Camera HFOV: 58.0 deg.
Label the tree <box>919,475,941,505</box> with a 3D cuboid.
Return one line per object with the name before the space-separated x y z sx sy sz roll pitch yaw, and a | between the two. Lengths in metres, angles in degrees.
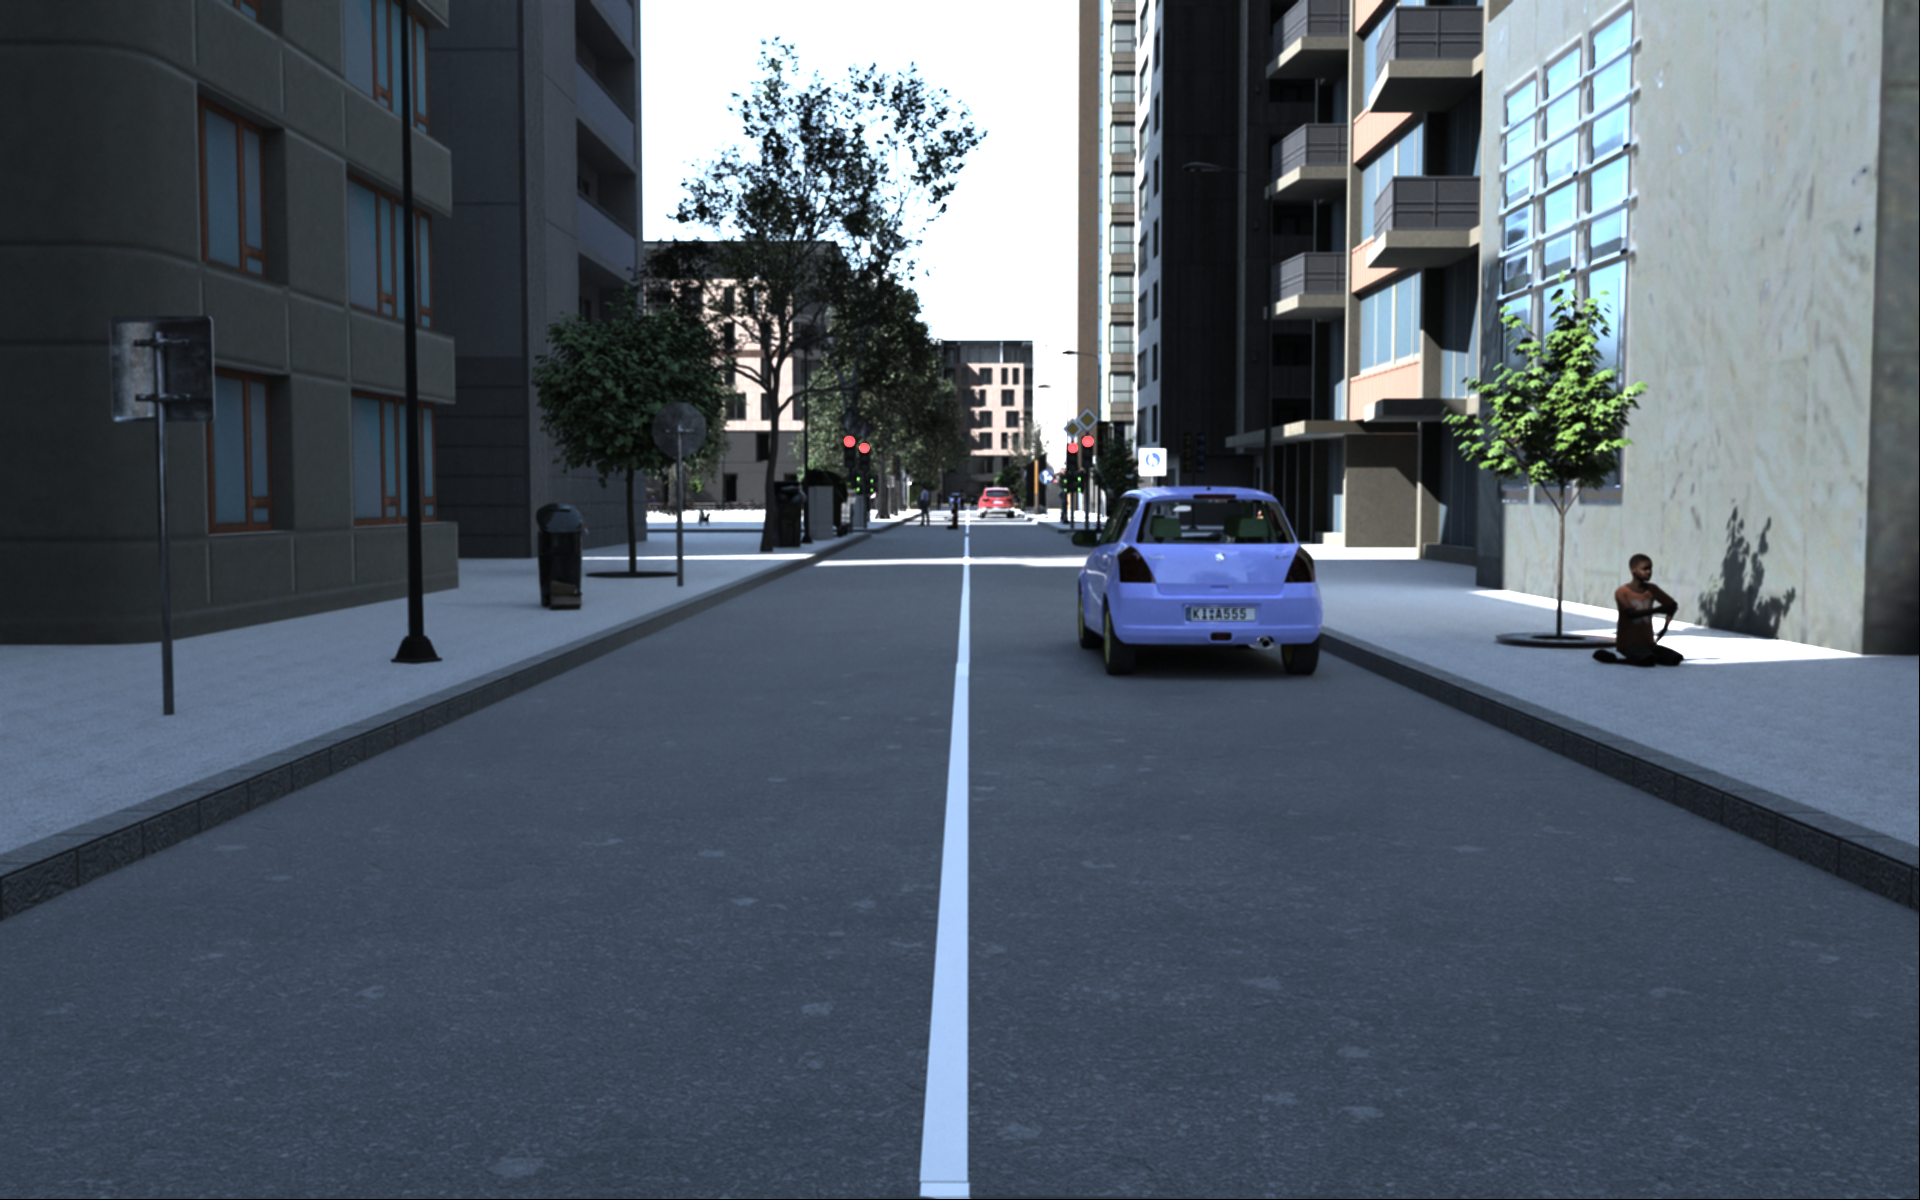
tree | -3.751 -13.756 208.624 4.285 4.588 4.351 0 3 0

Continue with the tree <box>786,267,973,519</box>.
tree | -4.052 -10.449 87.845 9.611 12.733 9.660 0 3 0

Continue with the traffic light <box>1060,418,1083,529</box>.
traffic light | 4.152 -4.608 64.257 0.839 4.253 0.868 0 4 0

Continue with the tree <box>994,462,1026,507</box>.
tree | 5.301 -11.816 176.903 4.285 4.588 4.351 0 3 0

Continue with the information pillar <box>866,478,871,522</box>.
information pillar | -4.331 -4.680 81.005 0.304 2.012 0.304 0 4 -1

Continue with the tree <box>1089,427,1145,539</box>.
tree | 4.646 -3.374 49.773 1.663 3.219 1.824 0 3 0

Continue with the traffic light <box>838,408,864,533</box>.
traffic light | -3.548 -4.121 56.294 0.839 4.253 0.868 0 4 0

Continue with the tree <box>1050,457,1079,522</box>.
tree | 5.209 -5.170 79.126 1.663 3.219 1.824 0 3 0

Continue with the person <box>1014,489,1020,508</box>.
person | 5.569 -9.644 164.436 1.217 1.736 0.721 -1 4 -12

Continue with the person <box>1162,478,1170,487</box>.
person | 6.606 -3.027 55.686 0.875 1.805 0.789 0 4 -8

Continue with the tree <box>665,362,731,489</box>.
tree | -13.611 -8.221 84.769 4.360 8.622 3.978 0 3 0

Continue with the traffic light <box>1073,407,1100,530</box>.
traffic light | 4.113 -4.119 56.272 0.839 4.253 0.868 0 4 0

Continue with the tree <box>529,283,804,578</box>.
tree | -5.151 -2.661 27.221 4.285 4.588 4.351 0 3 0

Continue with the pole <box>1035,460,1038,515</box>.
pole | 4.574 -6.724 103.778 0.158 3.312 0.155 0 3 0

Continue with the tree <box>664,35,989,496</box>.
tree | -5.513 -13.256 72.632 12.611 20.169 13.585 0 3 0

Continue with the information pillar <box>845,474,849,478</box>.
information pillar | -4.201 -3.622 63.719 0.304 2.012 0.304 3 5 41

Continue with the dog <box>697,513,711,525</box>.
dog | -10.475 -3.307 70.906 0.406 0.507 0.540 1 4 9

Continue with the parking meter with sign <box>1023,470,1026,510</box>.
parking meter with sign | 4.919 -8.074 128.273 0.543 3.016 1.738 0 4 0

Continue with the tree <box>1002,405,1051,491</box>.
tree | 5.714 -11.791 143.146 4.360 8.622 3.978 0 3 0

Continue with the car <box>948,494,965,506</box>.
car | -0.427 -11.883 203.873 1.945 1.707 3.694 0 4 -2

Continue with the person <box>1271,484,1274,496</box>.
person | 6.892 -1.855 38.833 0.387 1.526 0.523 2 4 28

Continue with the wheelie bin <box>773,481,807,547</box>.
wheelie bin | -4.161 -2.083 41.965 0.980 1.594 0.693 -2 4 -24

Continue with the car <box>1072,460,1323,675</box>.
car | 1.968 -0.333 15.033 1.945 1.707 3.694 0 4 -1

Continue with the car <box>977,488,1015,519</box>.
car | 2.138 -5.731 102.373 2.281 1.827 5.304 0 4 -1

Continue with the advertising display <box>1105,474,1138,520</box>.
advertising display | 4.852 -2.865 52.054 0.974 1.923 0.123 1 4 21

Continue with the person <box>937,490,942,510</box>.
person | -1.778 -8.833 153.368 0.683 1.767 0.568 3 5 39

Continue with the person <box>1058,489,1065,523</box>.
person | 4.573 -4.258 76.387 0.376 1.734 0.841 2 4 24

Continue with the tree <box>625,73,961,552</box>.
tree | -3.966 -6.348 38.207 7.601 10.594 8.767 0 4 4

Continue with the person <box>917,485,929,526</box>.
person | -1.701 -4.264 78.077 0.599 1.838 0.709 2 4 35

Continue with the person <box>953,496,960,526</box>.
person | -0.154 -3.998 77.777 0.340 1.345 0.435 -1 4 -9

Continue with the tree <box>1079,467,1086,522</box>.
tree | 5.986 -4.557 69.104 1.663 3.219 1.824 0 3 0

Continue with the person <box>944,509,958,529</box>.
person | -0.347 -3.280 70.408 0.655 0.850 0.859 1 4 9

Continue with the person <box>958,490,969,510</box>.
person | 0.192 -8.778 152.023 1.348 1.823 0.705 2 4 33

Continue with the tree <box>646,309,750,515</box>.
tree | -17.343 -11.434 103.961 9.611 12.733 9.660 0 3 0

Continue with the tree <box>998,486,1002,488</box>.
tree | 5.449 -13.145 209.529 1.663 3.219 1.824 0 3 0

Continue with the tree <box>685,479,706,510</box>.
tree | -21.184 -8.810 138.646 1.663 3.219 1.824 0 3 0

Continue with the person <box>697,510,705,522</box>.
person | -11.849 -3.849 79.444 0.357 0.543 0.381 -3 4 -39

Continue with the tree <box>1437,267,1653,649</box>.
tree | 5.206 -1.242 14.904 1.663 3.219 1.824 0 3 0

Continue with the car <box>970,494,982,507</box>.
car | 2.121 -11.614 199.682 2.009 1.686 4.222 0 3 0

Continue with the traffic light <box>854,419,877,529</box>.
traffic light | -3.509 -4.609 64.279 0.839 4.253 0.868 0 4 0

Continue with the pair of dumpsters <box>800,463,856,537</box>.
pair of dumpsters | -4.091 -3.111 53.362 1.574 2.255 4.437 0 4 0

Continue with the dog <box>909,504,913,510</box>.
dog | -3.926 -7.349 136.988 0.406 0.507 0.540 0 4 5

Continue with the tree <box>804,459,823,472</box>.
tree | -10.779 -9.160 133.485 4.285 4.588 4.351 0 3 0

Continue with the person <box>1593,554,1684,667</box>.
person | 5.195 0.082 12.996 0.859 0.850 0.655 -1 4 -16
